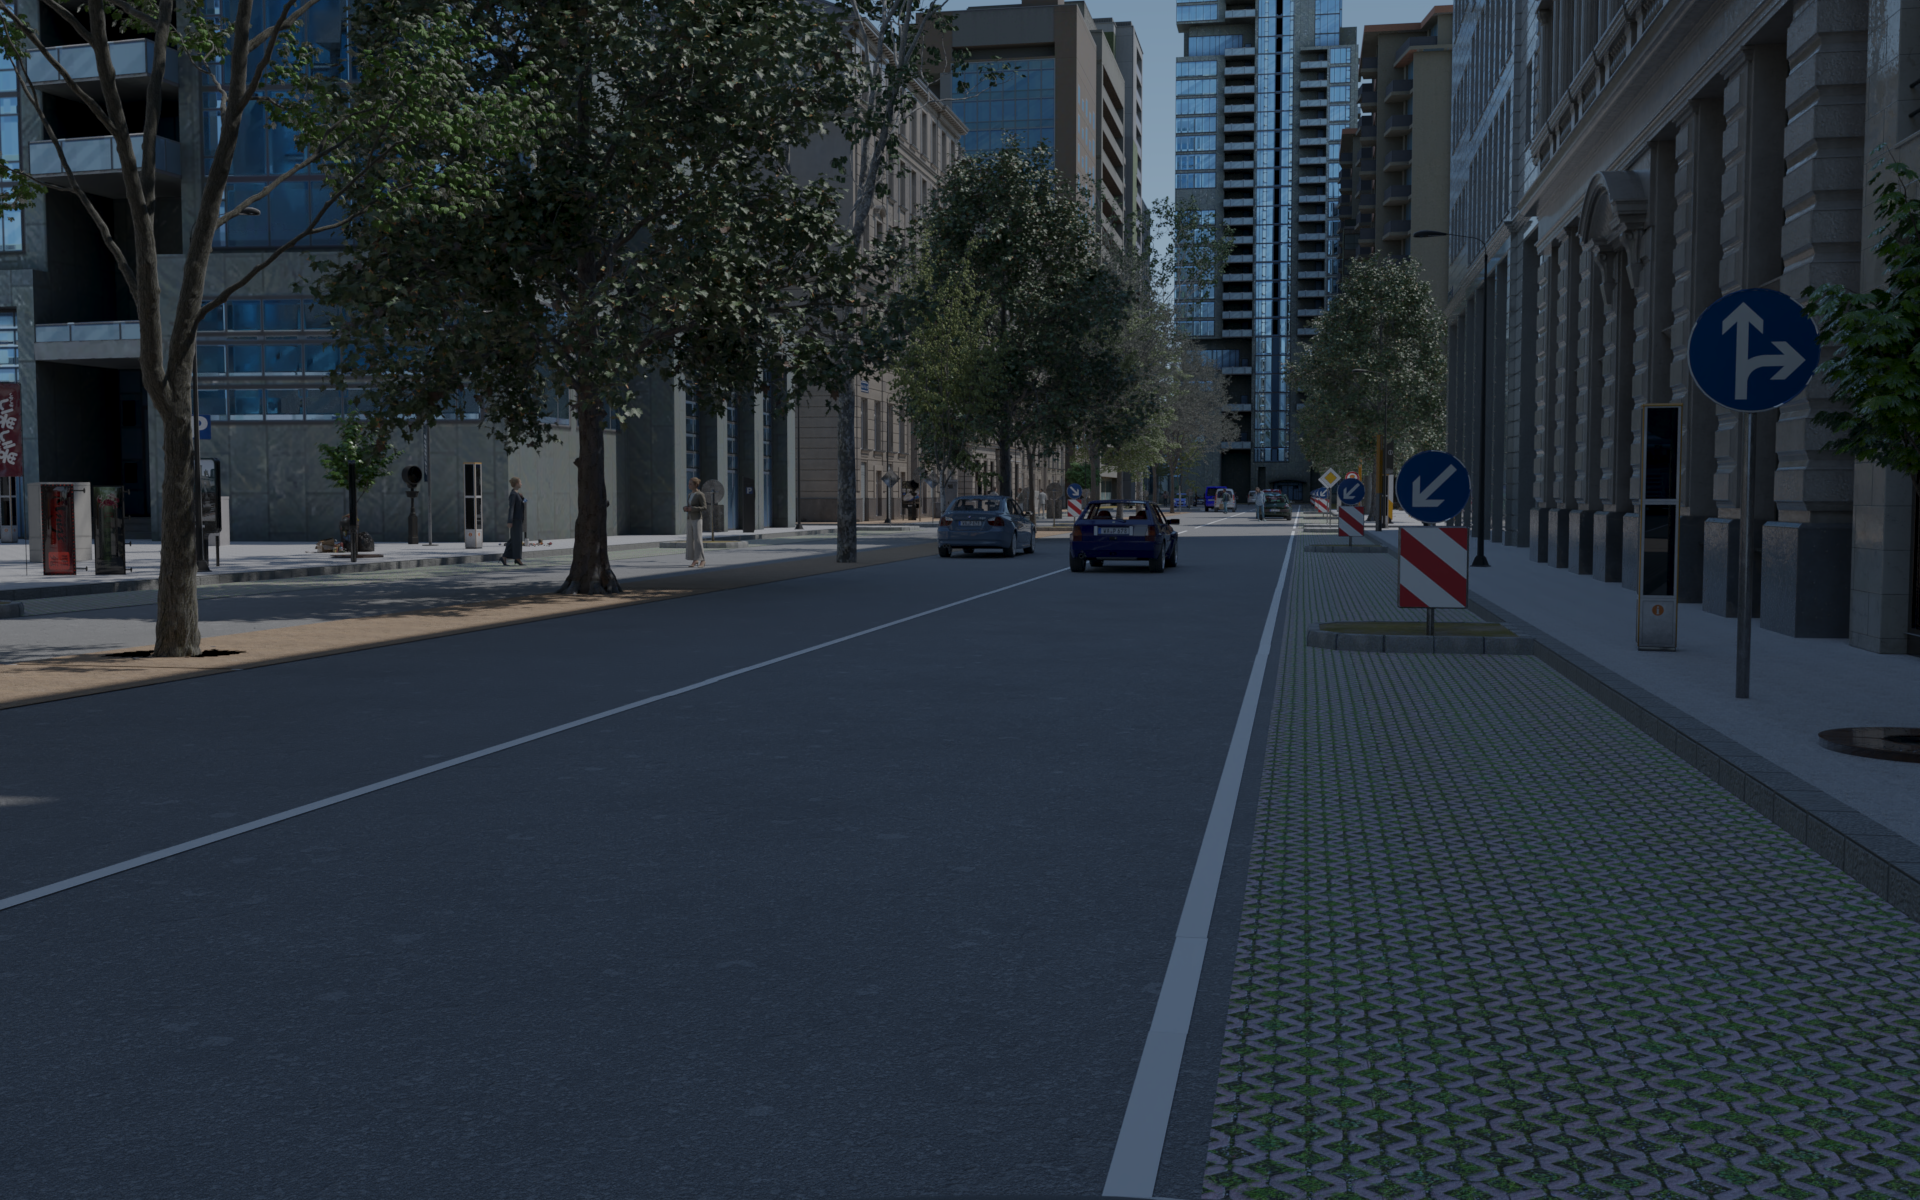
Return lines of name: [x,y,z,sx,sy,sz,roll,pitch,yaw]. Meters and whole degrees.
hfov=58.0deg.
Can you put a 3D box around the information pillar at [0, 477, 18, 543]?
information pillar: [-24.911,-2.498,45.329,0.304,2.012,0.304,0,4,-1]

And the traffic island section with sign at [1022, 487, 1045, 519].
traffic island section with sign: [3.894,-5.600,100.181,1.989,1.847,2.006,1,4,11]

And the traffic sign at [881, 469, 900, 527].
traffic sign: [-2.739,-3.949,68.208,0.795,2.450,0.064,1,4,11]

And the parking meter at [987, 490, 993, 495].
parking meter: [1.764,-5.580,99.651,0.372,1.533,0.369,0,3,0]

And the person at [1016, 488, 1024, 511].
person: [3.092,-4.964,90.218,0.362,1.759,0.519,-2,4,-26]

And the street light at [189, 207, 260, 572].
street light: [-12.026,-3.412,28.328,1.470,5.913,1.316,1,4,11]

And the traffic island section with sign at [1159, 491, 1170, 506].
traffic island section with sign: [24.111,-11.847,202.318,1.989,1.847,2.006,1,4,11]

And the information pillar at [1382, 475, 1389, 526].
information pillar: [16.007,-3.723,65.359,0.304,2.012,0.304,0,4,8]

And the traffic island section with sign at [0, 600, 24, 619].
traffic island section with sign: [-12.006,-0.687,19.855,1.989,1.847,2.006,1,4,11]

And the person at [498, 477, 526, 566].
person: [-8.868,-1.557,34.383,0.534,1.772,0.576,-2,4,-31]

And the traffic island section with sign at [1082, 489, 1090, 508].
traffic island section with sign: [9.271,-7.261,127.350,1.989,1.847,2.006,1,4,11]

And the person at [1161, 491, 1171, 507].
person: [22.911,-11.237,192.940,1.217,1.736,0.721,-1,4,-20]

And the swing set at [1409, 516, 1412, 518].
swing set: [25.822,-5.902,94.123,3.119,2.851,2.862,1,4,12]

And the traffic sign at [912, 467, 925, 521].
traffic sign: [-1.882,-4.967,81.310,0.768,2.556,0.104,1,4,15]

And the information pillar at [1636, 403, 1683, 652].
information pillar: [5.723,-0.593,14.184,0.304,2.012,0.304,1,4,18]

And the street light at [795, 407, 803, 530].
street light: [-5.297,-5.500,62.460,1.470,5.913,1.316,1,4,11]

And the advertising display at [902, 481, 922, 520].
advertising display: [-2.359,-4.861,84.693,0.974,1.923,0.123,1,4,8]

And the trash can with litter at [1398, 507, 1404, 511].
trash can with litter: [33.962,-7.394,132.282,1.055,1.170,0.624,3,4,38]

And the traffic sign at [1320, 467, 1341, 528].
traffic sign: [13.880,-3.747,64.910,0.795,2.450,0.064,1,4,11]

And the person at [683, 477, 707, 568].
person: [-5.219,-1.518,33.877,0.519,1.759,0.362,3,5,43]

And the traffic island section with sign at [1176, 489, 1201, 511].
traffic island section with sign: [19.599,-8.569,148.246,2.006,1.907,1.989,1,4,11]

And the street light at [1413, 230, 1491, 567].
street light: [8.672,-3.549,30.559,1.470,5.913,1.316,1,4,11]

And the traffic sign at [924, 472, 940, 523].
traffic sign: [-1.188,-4.428,76.042,0.795,2.450,0.064,1,4,11]

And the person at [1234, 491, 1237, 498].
person: [33.181,-12.208,208.552,0.568,1.767,0.683,0,4,-3]

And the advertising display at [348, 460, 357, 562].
advertising display: [-11.535,-1.693,32.897,0.123,1.923,0.974,-1,4,-19]

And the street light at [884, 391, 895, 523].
street light: [-2.665,-6.337,76.150,1.470,5.913,1.316,1,4,11]

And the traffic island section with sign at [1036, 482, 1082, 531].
traffic island section with sign: [3.570,-3.616,67.265,2.006,1.907,1.989,1,4,11]

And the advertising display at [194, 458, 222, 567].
advertising display: [-13.555,-1.564,30.782,0.974,1.923,0.123,1,4,20]

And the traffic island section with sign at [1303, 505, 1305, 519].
traffic island section with sign: [9.543,-2.093,42.846,1.989,1.847,2.006,1,4,11]

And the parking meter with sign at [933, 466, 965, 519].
parking meter with sign: [-0.536,-5.774,90.666,1.738,3.016,0.543,-1,4,-22]

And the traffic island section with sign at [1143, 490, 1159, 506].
traffic island section with sign: [18.866,-10.229,175.876,1.989,1.847,2.006,1,4,11]

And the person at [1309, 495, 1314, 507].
person: [37.226,-10.602,182.369,0.721,1.766,1.217,-2,4,-34]

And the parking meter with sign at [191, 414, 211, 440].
parking meter with sign: [-17.063,-2.596,38.698,0.543,3.016,1.738,-2,4,-27]

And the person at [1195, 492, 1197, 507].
person: [26.748,-11.401,195.625,0.721,1.735,1.217,1,4,11]

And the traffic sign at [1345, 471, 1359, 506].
traffic sign: [22.013,-5.942,97.256,0.768,2.556,0.104,1,4,12]

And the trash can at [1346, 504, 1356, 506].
trash can: [25.581,-6.220,113.354,0.748,1.137,0.748,0,3,0]

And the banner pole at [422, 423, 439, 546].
banner pole: [-13.252,-3.245,43.071,0.401,3.779,0.863,-2,4,-28]

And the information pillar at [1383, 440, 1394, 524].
information pillar: [18.381,-5.078,74.380,0.504,3.616,0.183,-1,4,-9]

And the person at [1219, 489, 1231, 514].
person: [18.882,-7.041,123.598,0.794,1.824,0.713,-2,4,-35]

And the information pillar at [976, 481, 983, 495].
information pillar: [1.060,-5.669,97.188,0.304,2.012,0.304,0,4,4]

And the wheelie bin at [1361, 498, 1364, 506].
wheelie bin: [27.387,-6.644,116.530,0.693,1.594,0.980,-2,4,-33]

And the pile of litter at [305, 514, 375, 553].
pile of litter: [-13.678,-1.484,38.227,1.719,0.858,1.176,-3,5,-44]

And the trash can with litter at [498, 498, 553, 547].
trash can with litter: [-10.692,-1.968,43.233,1.678,1.210,2.233,1,4,11]

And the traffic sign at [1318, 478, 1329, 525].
traffic sign: [15.431,-4.226,72.744,0.795,2.450,0.064,1,4,11]

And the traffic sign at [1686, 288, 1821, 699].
traffic sign: [4.925,-0.656,10.825,0.768,2.556,0.104,1,4,16]

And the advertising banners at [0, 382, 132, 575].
advertising banners: [-14.203,-1.903,27.298,2.074,3.025,0.090,-1,4,-9]

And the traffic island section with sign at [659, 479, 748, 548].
traffic island section with sign: [-6.760,-2.307,46.344,1.989,1.847,2.006,1,4,11]

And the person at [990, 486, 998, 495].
person: [1.698,-4.487,82.060,0.606,1.804,0.583,3,5,44]

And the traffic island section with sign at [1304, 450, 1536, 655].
traffic island section with sign: [4.308,-0.475,16.402,1.989,1.847,2.006,1,4,11]

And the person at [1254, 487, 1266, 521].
person: [15.689,-5.001,90.534,0.793,1.790,0.793,-2,4,-25]

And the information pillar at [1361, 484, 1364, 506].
information pillar: [28.079,-7.148,121.367,0.304,2.012,0.304,2,4,33]

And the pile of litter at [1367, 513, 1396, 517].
pile of litter: [24.010,-5.175,98.568,1.719,0.858,1.176,0,4,3]

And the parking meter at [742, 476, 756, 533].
parking meter: [-7.006,-3.168,57.505,0.399,1.863,0.255,-1,4,-19]

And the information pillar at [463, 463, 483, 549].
information pillar: [-11.394,-2.204,40.530,0.304,2.012,0.304,1,4,15]

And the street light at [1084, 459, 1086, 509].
street light: [11.010,-10.527,144.652,1.470,5.913,1.316,1,4,11]

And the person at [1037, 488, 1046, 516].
person: [5.003,-6.013,107.008,0.606,1.804,0.583,-3,4,-36]

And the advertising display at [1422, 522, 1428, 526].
advertising display: [11.068,-2.192,41.057,0.123,1.923,0.974,1,4,22]

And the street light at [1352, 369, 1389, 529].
street light: [15.264,-5.621,64.447,1.470,5.913,1.316,1,4,11]

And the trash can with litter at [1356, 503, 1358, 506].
trash can with litter: [30.325,-7.426,132.474,1.678,1.210,2.233,-1,4,-13]
